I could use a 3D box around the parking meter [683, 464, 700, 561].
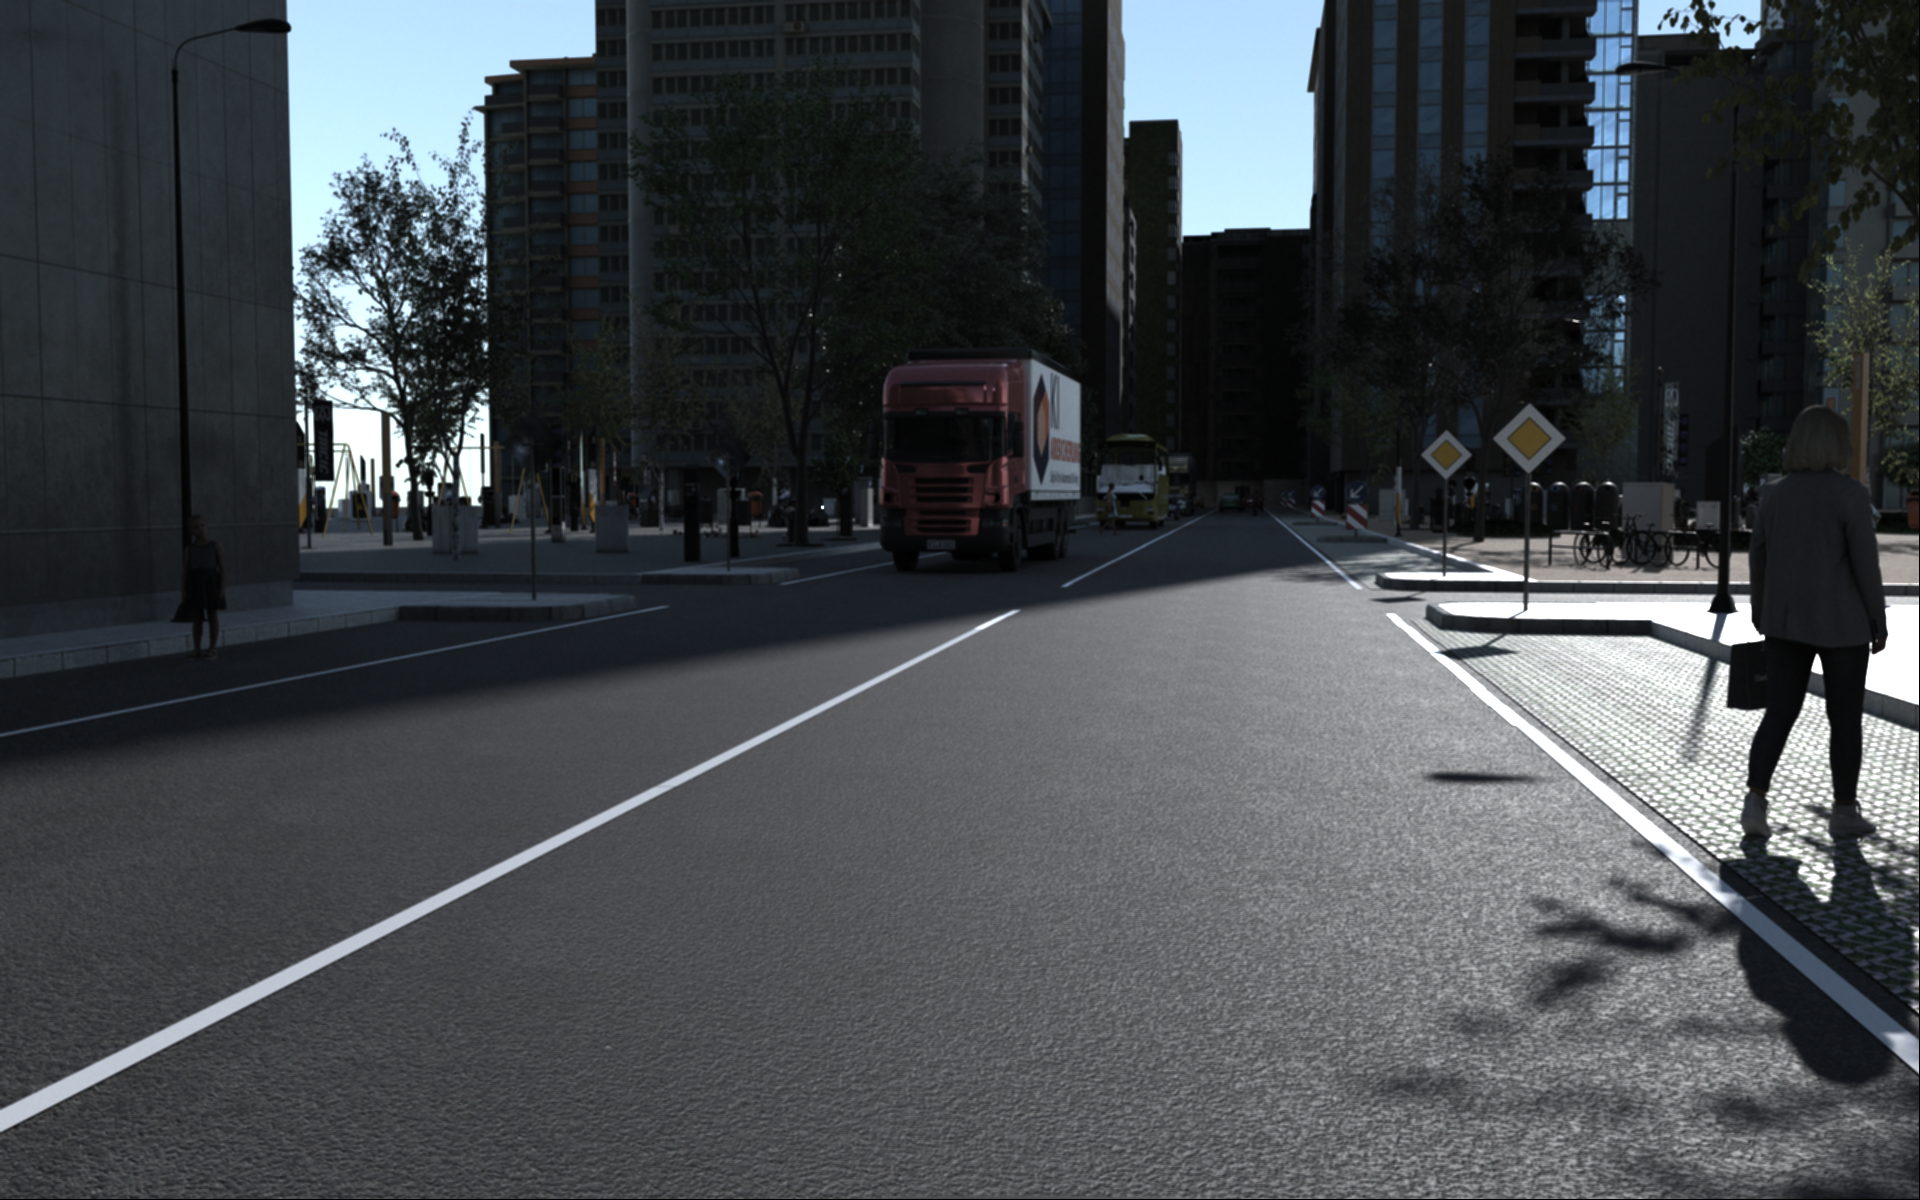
[{"bbox_3d":[-5.118,-1.673,33.058,0.255,1.863,0.399,0,4,1],"label":"parking meter"}]

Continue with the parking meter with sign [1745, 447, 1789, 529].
[{"bbox_3d":[30.007,-4.157,64.227,1.738,3.016,0.543,-1,4,-18],"label":"parking meter with sign"}]

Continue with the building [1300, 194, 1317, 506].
[{"bbox_3d":[40.779,-24.208,167.500,14.160,30.474,14.107,1,4,9],"label":"building"}]

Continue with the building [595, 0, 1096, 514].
[{"bbox_3d":[-7.349,-26.015,117.233,32.217,40.220,23.993,1,4,9],"label":"building"}]

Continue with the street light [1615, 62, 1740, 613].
[{"bbox_3d":[7.750,-2.824,18.720,1.470,5.913,1.316,1,4,9],"label":"street light"}]

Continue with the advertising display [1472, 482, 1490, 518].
[{"bbox_3d":[27.983,-5.372,93.046,0.974,1.923,0.123,0,4,-7],"label":"advertising display"}]

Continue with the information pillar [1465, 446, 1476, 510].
[{"bbox_3d":[24.764,-5.676,84.161,0.504,3.616,0.183,0,4,2],"label":"information pillar"}]

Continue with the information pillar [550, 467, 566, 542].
[{"bbox_3d":[-10.751,-2.558,46.319,0.304,2.012,0.304,0,4,5],"label":"information pillar"}]

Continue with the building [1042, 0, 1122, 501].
[{"bbox_3d":[5.043,-29.617,134.350,14.600,45.320,14.200,1,4,9],"label":"building"}]

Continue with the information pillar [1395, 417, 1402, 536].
[{"bbox_3d":[13.287,-3.735,52.417,0.183,3.616,0.504,1,4,22],"label":"information pillar"}]

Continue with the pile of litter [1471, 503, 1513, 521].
[{"bbox_3d":[25.347,-4.148,81.792,1.176,0.858,1.719,-3,5,-45],"label":"pile of litter"}]

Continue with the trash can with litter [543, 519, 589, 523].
[{"bbox_3d":[-17.823,-4.113,78.298,2.233,1.210,1.678,1,4,15],"label":"trash can with litter"}]

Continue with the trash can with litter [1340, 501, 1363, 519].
[{"bbox_3d":[19.778,-4.661,87.600,1.055,1.170,0.624,0,4,-7],"label":"trash can with litter"}]

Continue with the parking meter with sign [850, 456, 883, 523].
[{"bbox_3d":[-4.251,-4.900,76.373,1.738,3.016,0.543,2,4,24],"label":"parking meter with sign"}]

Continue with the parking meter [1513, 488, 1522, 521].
[{"bbox_3d":[23.332,-3.916,72.443,0.372,1.533,0.369,0,3,0],"label":"parking meter"}]

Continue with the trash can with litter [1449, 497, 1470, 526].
[{"bbox_3d":[17.920,-3.144,62.795,1.055,1.170,0.624,1,4,14],"label":"trash can with litter"}]

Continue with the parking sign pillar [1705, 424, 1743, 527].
[{"bbox_3d":[29.817,-4.840,67.612,1.447,3.967,1.447,-3,4,-37],"label":"parking sign pillar"}]

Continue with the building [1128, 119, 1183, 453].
[{"bbox_3d":[17.562,-31.179,193.376,14.086,41.232,14.154,1,4,9],"label":"building"}]

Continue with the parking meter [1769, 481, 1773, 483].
[{"bbox_3d":[15.862,-1.539,33.577,0.372,1.533,0.369,0,3,0],"label":"parking meter"}]

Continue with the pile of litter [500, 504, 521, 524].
[{"bbox_3d":[-19.997,-3.764,75.512,1.719,0.858,1.176,-1,4,-15],"label":"pile of litter"}]

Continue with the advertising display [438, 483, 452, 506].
[{"bbox_3d":[-28.746,-5.597,96.730,0.123,1.923,0.974,2,4,31],"label":"advertising display"}]

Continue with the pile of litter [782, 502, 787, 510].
[{"bbox_3d":[-9.580,-4.830,92.941,1.176,0.858,1.719,3,4,38],"label":"pile of litter"}]

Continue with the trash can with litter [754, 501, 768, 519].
[{"bbox_3d":[-10.092,-4.734,88.785,1.055,1.170,0.624,1,4,12],"label":"trash can with litter"}]

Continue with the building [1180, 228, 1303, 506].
[{"bbox_3d":[31.421,-25.652,191.118,14.107,30.474,14.160,1,4,9],"label":"building"}]

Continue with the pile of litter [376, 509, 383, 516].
[{"bbox_3d":[-33.526,-5.308,100.754,1.176,0.858,1.719,-3,5,-44],"label":"pile of litter"}]

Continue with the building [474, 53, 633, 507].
[{"bbox_3d":[-31.905,-31.800,174.559,28.867,44.769,22.147,1,4,9],"label":"building"}]

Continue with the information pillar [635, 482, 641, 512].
[{"bbox_3d":[-18.976,-5.969,102.085,0.304,2.012,0.304,1,4,11],"label":"information pillar"}]

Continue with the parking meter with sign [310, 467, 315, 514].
[{"bbox_3d":[-41.646,-6.952,109.930,1.738,3.016,0.543,2,4,32],"label":"parking meter with sign"}]

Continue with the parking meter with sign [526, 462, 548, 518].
[{"bbox_3d":[-23.091,-5.968,93.842,1.738,3.016,0.543,3,4,36],"label":"parking meter with sign"}]

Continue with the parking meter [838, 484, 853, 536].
[{"bbox_3d":[-3.490,-2.880,52.795,0.399,1.863,0.255,0,4,8],"label":"parking meter"}]

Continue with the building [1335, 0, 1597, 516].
[{"bbox_3d":[30.667,-27.991,107.757,14.600,45.320,14.200,1,4,9],"label":"building"}]

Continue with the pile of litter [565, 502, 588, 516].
[{"bbox_3d":[-22.753,-5.393,102.134,1.719,0.858,1.176,0,4,-5],"label":"pile of litter"}]

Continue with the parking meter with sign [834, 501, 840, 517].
[{"bbox_3d":[-6.351,-6.298,99.235,1.738,3.016,0.543,-2,4,-24],"label":"parking meter with sign"}]

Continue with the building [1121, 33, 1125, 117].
[{"bbox_3d":[6.528,-28.437,148.538,14.154,41.232,14.086,1,4,9],"label":"building"}]

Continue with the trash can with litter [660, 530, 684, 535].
[{"bbox_3d":[-8.424,-2.690,55.035,2.233,1.210,1.678,1,4,17],"label":"trash can with litter"}]

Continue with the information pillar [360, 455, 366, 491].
[{"bbox_3d":[-35.582,-6.845,103.262,0.183,3.616,0.504,1,4,9],"label":"information pillar"}]

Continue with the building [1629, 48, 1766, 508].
[{"bbox_3d":[65.959,-29.314,162.876,14.086,41.232,14.154,1,4,9],"label":"building"}]

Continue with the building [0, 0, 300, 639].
[{"bbox_3d":[-23.258,-12.069,16.400,30.058,24.678,14.314,1,4,9],"label":"building"}]

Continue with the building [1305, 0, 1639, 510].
[{"bbox_3d":[38.101,-49.931,129.048,22.319,86.520,31.000,1,4,9],"label":"building"}]

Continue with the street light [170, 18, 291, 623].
[{"bbox_3d":[-7.222,-2.729,17.163,1.470,5.913,1.316,1,4,9],"label":"street light"}]

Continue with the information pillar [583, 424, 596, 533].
[{"bbox_3d":[-12.201,-4.042,57.445,0.183,3.616,0.504,1,4,13],"label":"information pillar"}]

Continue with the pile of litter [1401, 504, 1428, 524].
[{"bbox_3d":[19.591,-3.714,74.684,1.176,0.858,1.719,1,4,19],"label":"pile of litter"}]

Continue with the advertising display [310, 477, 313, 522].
[{"bbox_3d":[-25.139,-3.728,66.160,0.123,1.923,0.974,2,4,25],"label":"advertising display"}]

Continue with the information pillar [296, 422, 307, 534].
[{"bbox_3d":[-21.375,-3.964,56.174,0.183,3.616,0.504,0,4,6],"label":"information pillar"}]

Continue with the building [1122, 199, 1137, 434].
[{"bbox_3d":[10.429,-24.519,172.593,14.107,30.474,14.160,1,4,9],"label":"building"}]

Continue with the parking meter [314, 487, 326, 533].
[{"bbox_3d":[-21.403,-3.028,57.912,0.372,1.533,0.369,0,3,0],"label":"parking meter"}]

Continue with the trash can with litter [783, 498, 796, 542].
[{"bbox_3d":[-4.473,-2.118,46.013,0.624,1.170,1.055,-2,4,-24],"label":"trash can with litter"}]

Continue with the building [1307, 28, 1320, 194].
[{"bbox_3d":[53.107,-36.993,194.069,27.495,52.752,28.713,1,4,9],"label":"building"}]

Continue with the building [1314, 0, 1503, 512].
[{"bbox_3d":[38.772,-30.761,153.059,14.600,45.320,14.200,1,4,9],"label":"building"}]

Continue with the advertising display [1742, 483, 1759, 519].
[{"bbox_3d":[40.600,-5.113,88.818,0.974,1.923,0.123,0,4,7],"label":"advertising display"}]

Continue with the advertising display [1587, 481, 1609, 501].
[{"bbox_3d":[30.335,-4.721,82.408,0.974,1.923,0.123,0,4,7],"label":"advertising display"}]

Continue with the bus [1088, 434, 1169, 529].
[{"bbox_3d":[7.460,-5.059,74.260,2.896,3.916,12.252,1,4,9],"label":"bus"}]

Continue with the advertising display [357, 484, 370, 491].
[{"bbox_3d":[-38.011,-6.435,110.429,0.974,1.923,0.123,2,4,28],"label":"advertising display"}]

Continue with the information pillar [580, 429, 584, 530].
[{"bbox_3d":[-13.624,-4.357,62.587,0.183,3.616,0.504,-1,4,-22],"label":"information pillar"}]

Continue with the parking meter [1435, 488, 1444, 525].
[{"bbox_3d":[19.868,-3.873,71.729,0.372,1.533,0.369,0,3,0],"label":"parking meter"}]

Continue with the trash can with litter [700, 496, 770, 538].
[{"bbox_3d":[-6.847,-2.476,51.532,2.233,1.210,1.678,0,4,3],"label":"trash can with litter"}]

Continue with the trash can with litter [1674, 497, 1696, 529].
[{"bbox_3d":[26.835,-3.214,63.928,1.055,1.170,0.624,0,4,-4],"label":"trash can with litter"}]

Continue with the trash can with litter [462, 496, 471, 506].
[{"bbox_3d":[-25.968,-4.805,89.621,2.233,1.210,1.678,-2,4,-34],"label":"trash can with litter"}]

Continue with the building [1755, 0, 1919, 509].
[{"bbox_3d":[87.880,-32.710,154.411,30.456,49.044,23.786,1,4,9],"label":"building"}]

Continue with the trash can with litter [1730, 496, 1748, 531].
[{"bbox_3d":[25.964,-2.845,57.575,1.678,1.210,2.233,2,4,35],"label":"trash can with litter"}]
